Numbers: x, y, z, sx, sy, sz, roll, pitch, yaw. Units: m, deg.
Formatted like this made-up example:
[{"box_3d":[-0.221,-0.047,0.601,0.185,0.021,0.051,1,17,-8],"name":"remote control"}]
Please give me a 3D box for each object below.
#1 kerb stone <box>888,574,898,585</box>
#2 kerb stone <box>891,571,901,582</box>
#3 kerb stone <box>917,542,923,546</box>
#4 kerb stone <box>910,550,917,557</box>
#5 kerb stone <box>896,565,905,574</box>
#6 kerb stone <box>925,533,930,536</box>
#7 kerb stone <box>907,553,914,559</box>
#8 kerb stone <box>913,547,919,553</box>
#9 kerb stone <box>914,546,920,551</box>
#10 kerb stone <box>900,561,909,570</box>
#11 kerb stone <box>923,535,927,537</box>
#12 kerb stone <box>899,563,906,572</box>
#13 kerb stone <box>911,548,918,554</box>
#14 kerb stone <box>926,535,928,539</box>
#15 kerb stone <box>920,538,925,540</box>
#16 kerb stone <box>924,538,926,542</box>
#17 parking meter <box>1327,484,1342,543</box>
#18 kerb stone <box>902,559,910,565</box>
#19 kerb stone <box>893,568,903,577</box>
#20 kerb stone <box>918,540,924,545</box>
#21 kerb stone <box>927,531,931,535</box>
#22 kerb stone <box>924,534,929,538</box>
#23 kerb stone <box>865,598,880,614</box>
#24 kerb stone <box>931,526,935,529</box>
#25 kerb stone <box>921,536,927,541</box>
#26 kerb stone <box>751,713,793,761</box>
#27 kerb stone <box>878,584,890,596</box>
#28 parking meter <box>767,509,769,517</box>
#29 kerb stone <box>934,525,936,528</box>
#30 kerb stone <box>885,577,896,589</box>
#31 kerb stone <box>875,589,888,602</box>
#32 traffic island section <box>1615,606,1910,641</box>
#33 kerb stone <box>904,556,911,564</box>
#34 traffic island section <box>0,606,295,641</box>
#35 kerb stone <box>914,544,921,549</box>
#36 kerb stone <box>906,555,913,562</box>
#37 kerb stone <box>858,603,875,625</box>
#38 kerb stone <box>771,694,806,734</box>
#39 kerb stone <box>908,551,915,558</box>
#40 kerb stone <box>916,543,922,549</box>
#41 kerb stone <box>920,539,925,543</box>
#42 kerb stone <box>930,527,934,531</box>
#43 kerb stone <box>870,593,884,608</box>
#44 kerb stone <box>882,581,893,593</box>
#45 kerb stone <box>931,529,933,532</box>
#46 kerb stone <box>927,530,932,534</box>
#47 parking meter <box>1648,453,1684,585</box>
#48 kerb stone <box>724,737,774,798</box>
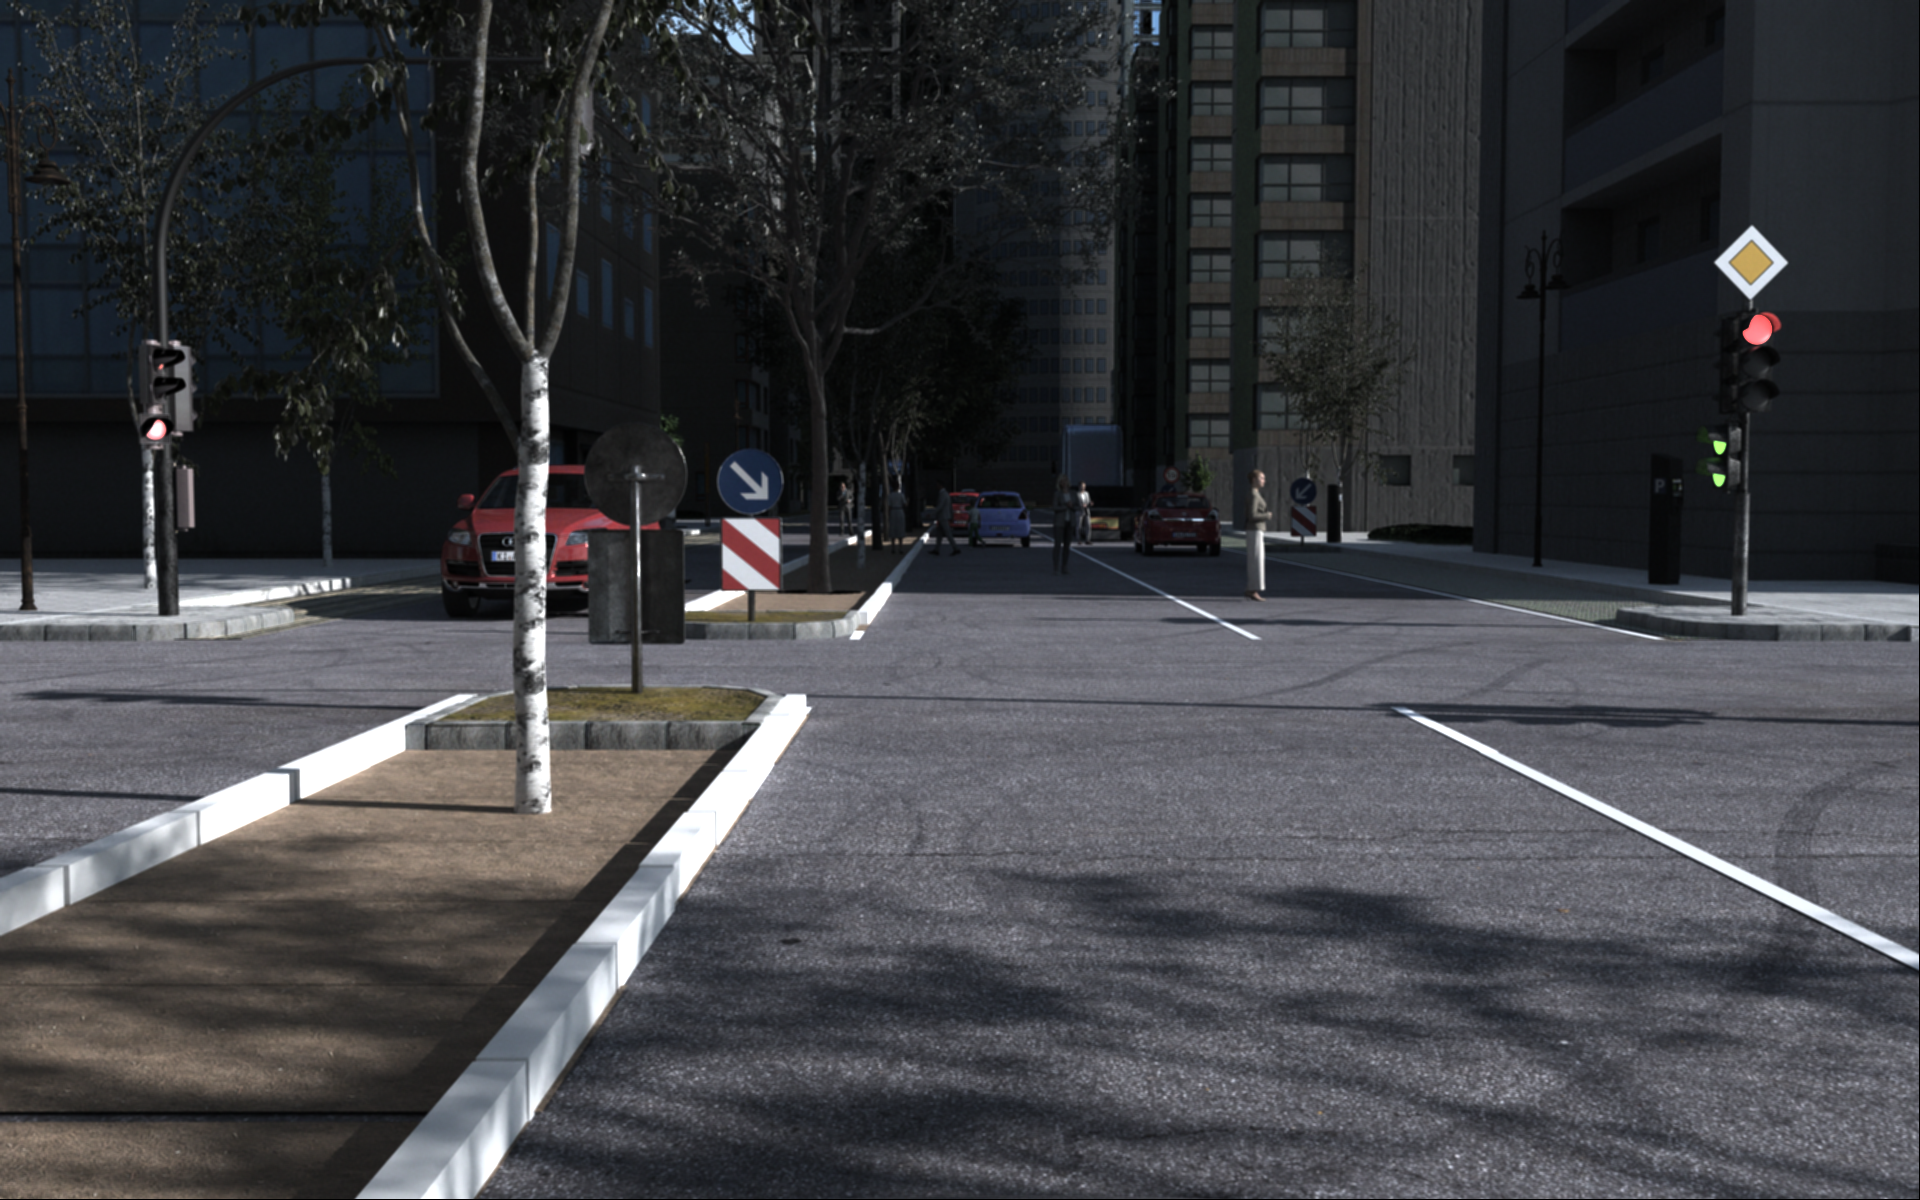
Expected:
[{"box_3d":[-1.062,-0.266,26.547,0.120,0.150,1.000,0,3,0],"name":"kerb stone"},{"box_3d":[-1.056,-0.329,27.573,0.120,0.150,1.000,0,3,0],"name":"kerb stone"},{"box_3d":[-1.078,-1.332,44.000,0.120,0.150,1.000,0,3,0],"name":"kerb stone"},{"box_3d":[-1.072,-0.956,37.831,0.120,0.150,1.000,0,3,0],"name":"kerb stone"},{"box_3d":[-1.065,-0.455,29.628,0.120,0.150,1.000,0,3,0],"name":"kerb stone"},{"box_3d":[-1.079,-1.898,53.224,0.120,0.150,1.000,0,3,0],"name":"kerb stone"},{"box_3d":[-1.073,-0.827,35.784,0.120,0.150,1.000,0,3,0],"name":"kerb stone"},{"box_3d":[-1.068,-1.081,39.893,0.120,0.150,1.000,0,3,0],"name":"kerb stone"},{"box_3d":[-1.070,-1.137,40.928,0.120,0.150,1.000,0,3,0],"name":"kerb stone"},{"box_3d":[-1.058,-0.580,31.680,0.120,0.150,1.000,0,3,0],"name":"kerb stone"},{"box_3d":[-1.088,-1.709,50.155,0.120,0.150,1.000,0,3,0],"name":"kerb stone"},{"box_3d":[-1.068,-0.513,30.656,0.120,0.150,1.000,0,3,0],"name":"kerb stone"},{"box_3d":[-1.068,-1.017,38.854,0.120,0.150,1.000,0,3,0],"name":"kerb stone"},{"box_3d":[-1.087,-1.773,51.178,0.120,0.150,1.000,0,3,0],"name":"kerb stone"},{"box_3d":[-1.079,-1.521,47.071,0.120,0.150,1.000,0,3,0],"name":"kerb stone"},{"box_3d":[-1.070,-1.578,48.101,0.120,0.150,1.000,0,3,0],"name":"kerb stone"},{"box_3d":[9.905,-2.289,45.830,0.372,1.533,0.369,0,3,0],"name":"parking meter"},{"box_3d":[-1.066,-0.638,32.702,0.120,0.150,1.000,0,3,0],"name":"kerb stone"},{"box_3d":[-1.060,-0.390,28.596,0.120,0.150,1.000,0,3,0],"name":"kerb stone"},{"box_3d":[-1.079,-1.396,45.027,0.120,0.150,1.000,0,3,0],"name":"kerb stone"},{"box_3d":[-1.087,-2.023,55.269,0.120,0.150,1.000,0,3,0],"name":"kerb stone"},{"box_3d":[-1.085,-1.834,52.202,0.120,0.150,1.000,0,3,0],"name":"kerb stone"},{"box_3d":[-1.059,0.111,20.380,0.120,0.150,1.000,0,3,0],"name":"kerb stone"},{"box_3d":[-1.091,-2.524,63.460,0.120,0.150,1.000,0,3,0],"name":"kerb stone"},{"box_3d":[-1.081,-1.643,49.128,0.120,0.150,1.000,0,3,0],"name":"kerb stone"},{"box_3d":[-1.048,0.776,9.568,0.120,0.150,1.000,0,3,0],"name":"kerb stone"},{"box_3d":[-1.059,-0.075,23.458,0.120,0.150,1.000,0,3,0],"name":"kerb stone"},{"box_3d":[-10.230,-5.150,92.619,0.372,1.533,0.369,0,3,0],"name":"parking meter"},{"box_3d":[-1.093,-2.707,66.535,0.120,0.150,1.000,0,3,0],"name":"kerb stone"},{"box_3d":[-1.054,-0.201,25.517,0.120,0.150,1.000,0,3,0],"name":"kerb stone"},{"box_3d":[-1.051,-0.011,22.436,0.120,0.150,1.000,0,3,0],"name":"kerb stone"},{"box_3d":[8.259,0.242,18.318,2.009,0.180,2.903,0,3,0],"name":"traffic island section"},{"box_3d":[-1.068,-0.705,33.730,0.120,0.150,1.000,0,3,0],"name":"kerb stone"},{"box_3d":[-8.382,0.243,18.310,2.009,0.180,2.903,0,3,0],"name":"traffic island section"},{"box_3d":[-1.069,-1.208,41.950,0.120,0.150,1.000,0,3,0],"name":"kerb stone"},{"box_3d":[-1.067,-0.766,34.762,0.120,0.150,1.000,0,3,0],"name":"kerb stone"},{"box_3d":[-1.059,0.174,19.354,0.120,0.150,1.000,0,3,0],"name":"kerb stone"},{"box_3d":[-1.048,0.710,10.592,0.120,0.150,1.000,0,3,0],"name":"kerb stone"},{"box_3d":[-1.073,-0.893,36.809,0.120,0.150,1.000,0,3,0],"name":"kerb stone"},{"box_3d":[-1.078,-1.271,42.972,0.120,0.150,1.000,0,3,0],"name":"kerb stone"},{"box_3d":[-1.069,-1.459,46.049,0.120,0.150,1.000,0,3,0],"name":"kerb stone"},{"box_3d":[-1.092,-2.399,61.416,0.120,0.150,1.000,0,3,0],"name":"kerb stone"},{"box_3d":[-1.053,0.048,21.413,0.120,0.150,1.000,0,3,0],"name":"kerb stone"},{"box_3d":[-1.058,-0.138,24.495,0.120,0.150,1.000,0,3,0],"name":"kerb stone"},{"box_3d":[-1.086,-2.274,59.371,0.120,0.150,1.000,0,3,0],"name":"kerb stone"},{"box_3d":[-1.089,-2.149,57.325,0.120,0.150,1.000,0,3,0],"name":"kerb stone"},{"box_3d":[10.019,-1.154,24.576,0.255,1.863,0.399,-2,4,-27],"name":"parking meter"},{"box_3d":[-1.042,0.835,8.544,0.120,0.150,1.000,0,3,0],"name":"kerb stone"}]
